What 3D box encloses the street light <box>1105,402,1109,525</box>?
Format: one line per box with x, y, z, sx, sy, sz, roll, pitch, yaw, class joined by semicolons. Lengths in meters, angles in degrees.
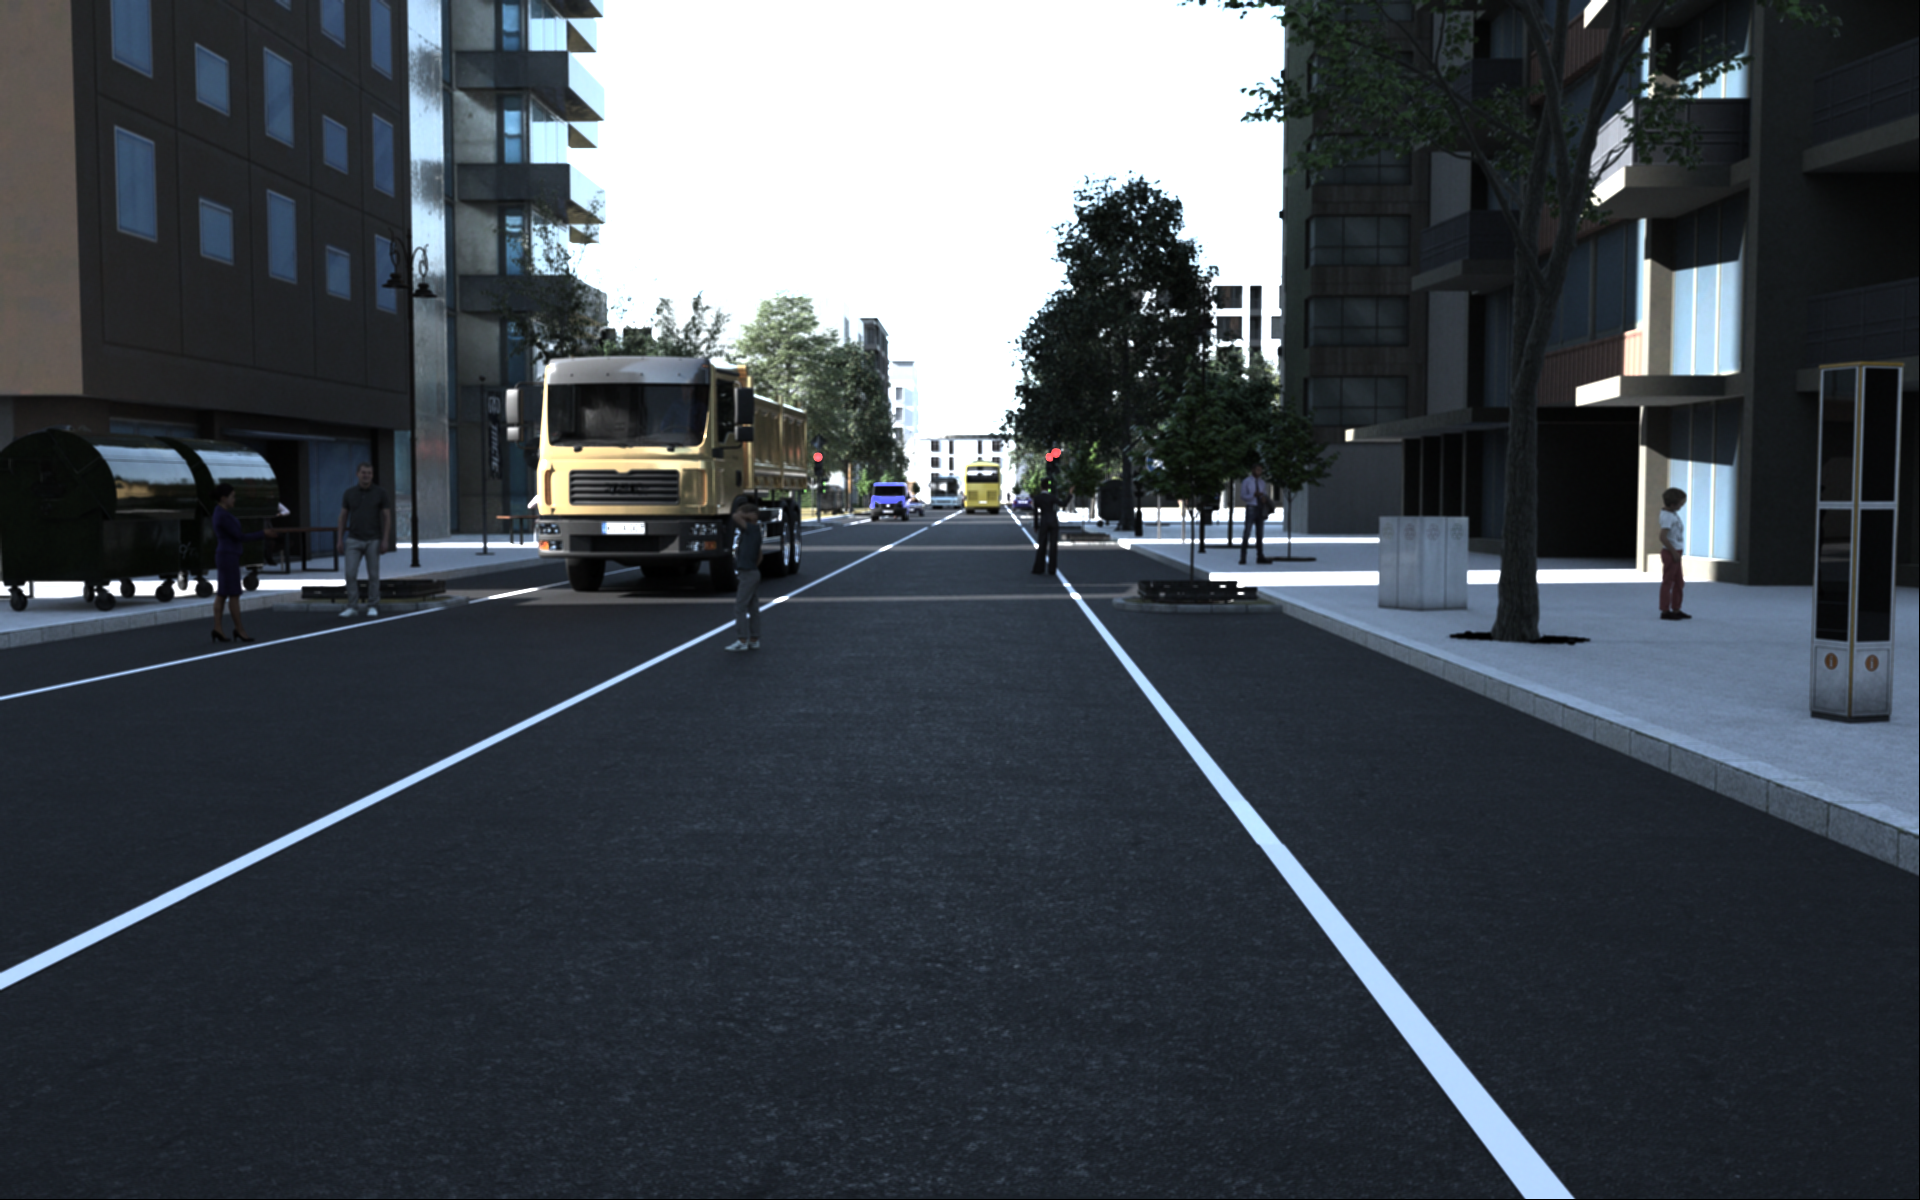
6.044;-5.996;70.817;0.468;5.910;1.993;0;4;1;street light

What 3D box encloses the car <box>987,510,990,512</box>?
1.531;-7.768;138.808;2.131;1.459;4.920;0;3;0;car

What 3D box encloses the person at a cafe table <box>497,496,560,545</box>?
-10.538;-2.140;43.505;1.698;1.524;1.622;-2;4;-34;person at a cafe table

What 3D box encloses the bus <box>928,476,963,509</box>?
-1.283;-10.570;167.681;2.948;3.499;13.247;0;4;2;bus

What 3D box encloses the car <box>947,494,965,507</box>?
-0.439;-11.391;194.923;2.281;1.827;5.304;0;4;0;car

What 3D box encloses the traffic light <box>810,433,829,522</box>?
-6.501;-5.566;79.927;0.839;4.253;0.868;0;4;1;traffic light

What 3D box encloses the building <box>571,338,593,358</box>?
-58.537;-22.704;215.191;32.646;21.610;27.936;0;4;1;building

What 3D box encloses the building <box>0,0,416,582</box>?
-19.267;-23.279;30.729;14.600;45.320;14.200;0;4;1;building

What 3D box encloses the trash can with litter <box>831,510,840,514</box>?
-8.147;-6.241;113.425;0.624;1.170;1.055;-2;4;-26;trash can with litter

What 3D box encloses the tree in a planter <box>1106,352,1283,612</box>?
2.946;-1.508;21.870;1.991;3.239;1.994;0;4;1;tree in a planter

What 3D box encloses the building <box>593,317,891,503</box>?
-25.489;-22.652;214.339;32.646;21.610;27.936;0;4;1;building

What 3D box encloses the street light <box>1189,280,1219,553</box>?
5.281;-3.966;37.633;0.468;5.910;1.993;0;4;1;street light

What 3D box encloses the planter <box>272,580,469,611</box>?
-7.420;-0.063;22.166;1.991;0.319;1.994;0;4;1;planter

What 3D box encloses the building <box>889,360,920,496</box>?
-11.823;-24.112;250.655;11.380;20.091;16.016;0;4;1;building

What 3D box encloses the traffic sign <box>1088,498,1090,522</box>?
5.902;-4.831;79.087;0.768;2.556;0.104;0;4;5;traffic sign

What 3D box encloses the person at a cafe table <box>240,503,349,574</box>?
-11.145;-1.218;28.428;1.622;1.524;1.698;2;4;25;person at a cafe table

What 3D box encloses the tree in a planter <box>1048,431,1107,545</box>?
3.519;-3.183;49.272;1.991;3.239;1.994;0;4;1;tree in a planter

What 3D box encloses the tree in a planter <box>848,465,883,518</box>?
-5.695;-6.579;104.789;1.991;3.239;1.994;0;4;1;tree in a planter

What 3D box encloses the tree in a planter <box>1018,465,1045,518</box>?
4.682;-6.587;104.912;1.991;3.239;1.994;0;4;1;tree in a planter

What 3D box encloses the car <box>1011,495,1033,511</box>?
5.248;-8.074;144.584;1.945;1.354;3.894;0;4;2;car

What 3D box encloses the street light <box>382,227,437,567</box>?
-9.588;-3.518;30.315;0.468;5.910;1.993;0;4;1;street light

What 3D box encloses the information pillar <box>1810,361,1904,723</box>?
5.065;-0.324;9.797;0.304;2.012;0.304;-1;4;-17;information pillar

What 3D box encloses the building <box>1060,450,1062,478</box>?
26.117;-22.475;211.447;27.936;21.610;32.646;0;4;1;building

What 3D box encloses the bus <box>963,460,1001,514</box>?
1.616;-8.232;126.143;2.896;3.916;12.252;0;4;0;bus

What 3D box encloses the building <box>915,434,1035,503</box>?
7.811;-18.610;246.418;28.070;9.664;9.099;0;4;1;building

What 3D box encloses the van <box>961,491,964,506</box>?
-0.484;-13.044;217.651;2.240;2.365;5.245;0;4;3;van

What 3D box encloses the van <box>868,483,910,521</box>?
-3.736;-5.414;92.905;2.240;2.365;5.245;0;4;0;van

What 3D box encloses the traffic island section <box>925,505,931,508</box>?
-3.521;-11.371;208.778;1.991;0.108;1.994;0;4;1;traffic island section

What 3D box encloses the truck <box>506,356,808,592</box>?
-4.368;-1.937;27.598;3.469;3.379;9.791;0;4;3;truck

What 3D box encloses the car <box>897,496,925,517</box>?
-3.188;-6.069;111.801;1.945;1.354;3.894;0;4;1;car

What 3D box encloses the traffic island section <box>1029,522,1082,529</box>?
3.990;-3.032;71.851;2.009;0.180;2.903;0;4;1;traffic island section

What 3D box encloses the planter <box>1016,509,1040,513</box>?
5.256;-6.812;132.510;1.991;0.319;1.994;0;4;1;planter

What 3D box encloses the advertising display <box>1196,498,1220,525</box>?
10.228;-4.052;71.458;0.974;1.923;0.123;0;4;4;advertising display

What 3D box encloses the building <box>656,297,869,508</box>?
-18.539;-18.646;171.325;16.747;18.905;31.486;0;4;1;building

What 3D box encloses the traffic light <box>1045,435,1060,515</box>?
3.951;-5.065;71.738;0.839;4.253;0.868;0;4;1;traffic light

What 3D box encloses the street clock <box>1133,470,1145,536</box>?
5.418;-2.926;52.413;0.358;2.002;0.471;2;4;26;street clock

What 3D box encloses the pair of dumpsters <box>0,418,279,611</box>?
-9.848;-1.125;20.892;1.574;2.255;4.437;0;4;1;pair of dumpsters

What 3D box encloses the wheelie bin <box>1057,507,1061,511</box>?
7.335;-7.629;132.640;0.980;1.594;0.693;2;4;28;wheelie bin

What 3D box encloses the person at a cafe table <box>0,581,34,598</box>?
-12.130;-0.605;20.760;1.726;1.238;1.698;0;4;-5;person at a cafe table

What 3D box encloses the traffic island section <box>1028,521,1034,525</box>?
4.158;-3.520;79.834;2.009;0.180;2.903;0;4;1;traffic island section

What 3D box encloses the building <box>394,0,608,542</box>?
-27.463;-26.582;54.228;30.456;49.044;23.786;0;4;1;building

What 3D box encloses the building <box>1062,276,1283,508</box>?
25.423;-20.459;178.479;27.936;21.610;32.646;0;4;1;building

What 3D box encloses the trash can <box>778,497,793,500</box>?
-8.359;-4.376;83.200;0.748;1.137;0.748;0;3;0;trash can

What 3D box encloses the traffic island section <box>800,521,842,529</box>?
-6.541;-3.534;80.062;2.009;0.180;2.903;0;4;1;traffic island section

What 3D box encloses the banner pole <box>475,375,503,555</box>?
-9.972;-2.861;36.793;0.401;3.779;0.863;1;4;22;banner pole

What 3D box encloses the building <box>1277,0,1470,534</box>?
18.225;-17.687;60.884;14.160;30.474;14.107;0;4;1;building

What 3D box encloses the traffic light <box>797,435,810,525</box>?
-6.669;-5.078;71.943;0.839;4.253;0.868;0;4;1;traffic light

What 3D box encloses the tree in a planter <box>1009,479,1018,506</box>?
6.866;-12.956;209.048;1.991;3.239;1.994;0;4;1;tree in a planter

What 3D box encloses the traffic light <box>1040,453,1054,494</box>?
4.118;-5.554;79.721;0.839;4.253;0.868;0;4;1;traffic light

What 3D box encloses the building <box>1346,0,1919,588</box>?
20.809;-23.017;30.955;22.147;44.769;28.867;0;4;1;building
